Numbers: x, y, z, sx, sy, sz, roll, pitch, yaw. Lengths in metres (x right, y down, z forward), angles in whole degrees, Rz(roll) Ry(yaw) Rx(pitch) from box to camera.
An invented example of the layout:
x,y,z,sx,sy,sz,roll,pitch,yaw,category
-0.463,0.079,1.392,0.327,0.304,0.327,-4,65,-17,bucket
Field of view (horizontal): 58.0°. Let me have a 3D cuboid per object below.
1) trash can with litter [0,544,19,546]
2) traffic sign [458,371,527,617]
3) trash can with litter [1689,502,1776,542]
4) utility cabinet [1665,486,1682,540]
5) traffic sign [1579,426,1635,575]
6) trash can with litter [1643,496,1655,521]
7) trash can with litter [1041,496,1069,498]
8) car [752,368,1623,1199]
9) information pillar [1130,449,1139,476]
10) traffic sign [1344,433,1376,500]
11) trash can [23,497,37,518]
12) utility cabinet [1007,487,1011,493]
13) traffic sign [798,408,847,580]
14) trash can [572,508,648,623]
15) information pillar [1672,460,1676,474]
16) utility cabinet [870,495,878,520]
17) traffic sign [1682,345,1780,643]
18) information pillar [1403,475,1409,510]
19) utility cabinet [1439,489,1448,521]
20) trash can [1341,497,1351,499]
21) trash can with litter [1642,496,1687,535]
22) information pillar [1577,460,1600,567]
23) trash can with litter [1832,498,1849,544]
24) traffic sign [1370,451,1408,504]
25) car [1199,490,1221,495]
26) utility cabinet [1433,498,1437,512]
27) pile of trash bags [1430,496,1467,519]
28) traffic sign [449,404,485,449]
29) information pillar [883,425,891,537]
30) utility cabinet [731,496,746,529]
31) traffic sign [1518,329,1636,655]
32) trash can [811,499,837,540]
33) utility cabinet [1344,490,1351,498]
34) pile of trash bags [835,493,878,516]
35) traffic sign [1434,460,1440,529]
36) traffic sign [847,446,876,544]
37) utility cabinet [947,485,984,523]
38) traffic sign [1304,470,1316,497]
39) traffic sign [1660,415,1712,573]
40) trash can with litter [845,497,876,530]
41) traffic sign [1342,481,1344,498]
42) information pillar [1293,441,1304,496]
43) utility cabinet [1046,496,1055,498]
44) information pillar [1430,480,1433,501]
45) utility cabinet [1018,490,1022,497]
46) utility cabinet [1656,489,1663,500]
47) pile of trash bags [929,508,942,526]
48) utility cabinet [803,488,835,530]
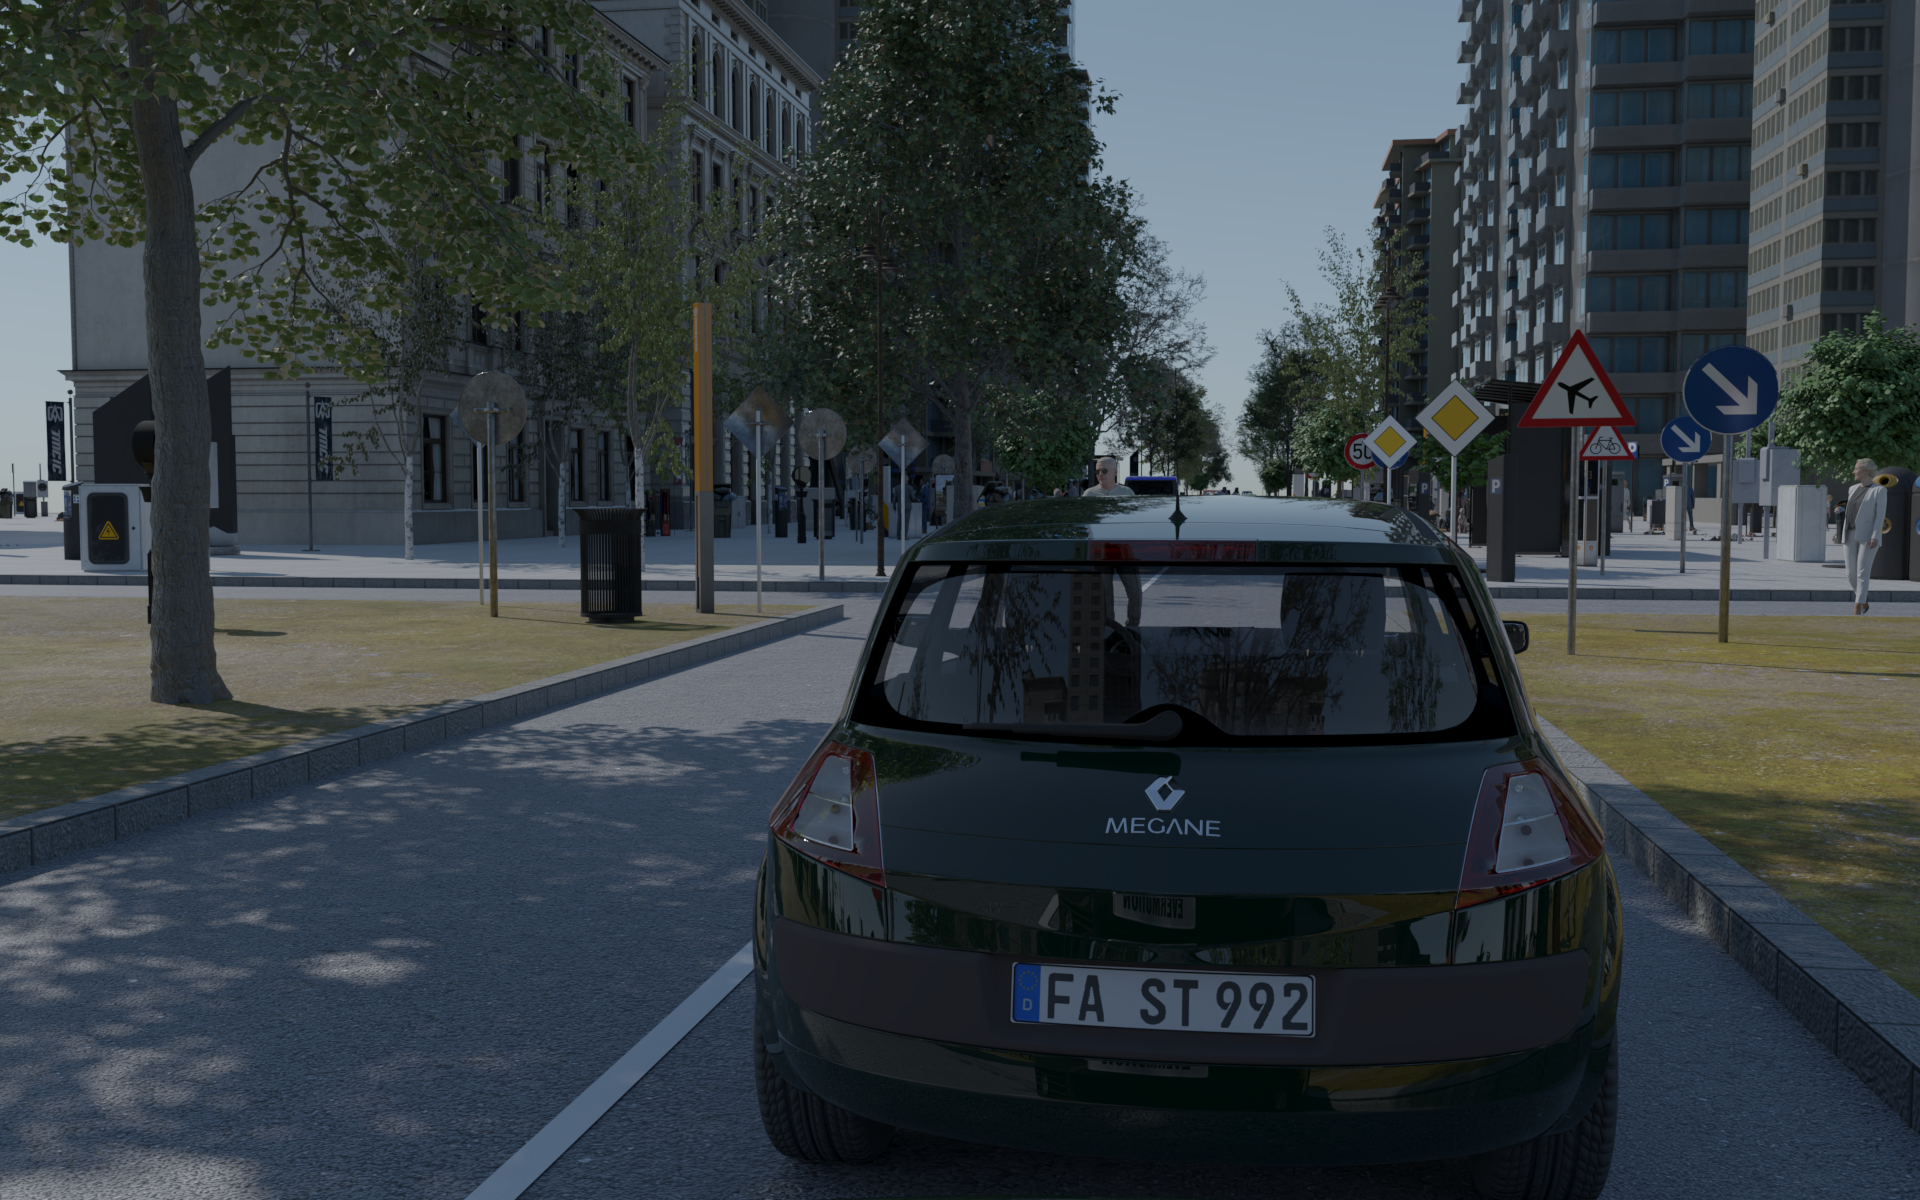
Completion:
x,y,z,sx,sy,sz,roll,pitch,yaw,category
-24.669,-1.952,42.975,2.233,1.210,1.678,2,4,26,trash can with litter
-4.866,-1.095,18.017,0.768,2.556,0.104,1,4,11,traffic sign
21.363,-2.245,47.764,1.678,1.210,2.233,3,5,40,trash can with litter
19.960,-2.422,48.271,0.318,1.500,1.173,1,4,11,utility cabinet
10.148,-1.669,27.286,0.884,2.594,0.081,1,4,19,traffic sign
32.381,-4.278,81.331,0.624,1.170,1.055,1,4,22,trash can with litter
4.122,-3.962,75.829,2.233,1.210,1.678,1,4,18,trash can with litter
0.677,0.294,4.984,2.009,1.686,4.222,1,4,9,car
8.980,-5.986,89.224,0.504,3.616,0.183,2,4,26,information pillar
8.390,-2.202,36.110,0.768,2.556,0.104,1,4,11,traffic sign
-49.521,-4.930,92.265,0.748,1.137,0.748,0,3,0,trash can
1.123,-2.740,53.481,0.318,1.500,1.173,2,4,32,utility cabinet
-2.053,-1.563,25.660,0.768,2.556,0.104,1,4,17,traffic sign
-3.498,-0.349,17.358,0.748,1.137,0.748,0,3,0,trash can
28.043,-4.692,68.073,0.183,3.616,0.504,2,4,29,information pillar
-3.893,-4.505,84.823,1.020,1.237,0.306,-2,4,-29,utility cabinet
6.599,-0.905,14.897,0.768,2.556,0.104,1,4,16,traffic sign
17.590,-3.901,68.281,0.304,2.012,0.304,3,4,36,information pillar
20.783,-4.017,74.349,0.318,1.500,1.173,1,4,12,utility cabinet
19.066,-4.537,85.835,0.748,1.137,0.748,0,3,0,trash can
22.415,-2.648,54.355,2.233,1.210,1.678,0,4,6,trash can with litter
11.073,-1.598,30.613,0.304,2.012,0.304,-1,4,-20,information pillar
22.623,-2.020,44.415,0.624,1.170,1.055,1,4,11,trash can with litter
8.854,-2.180,35.746,0.768,2.556,0.104,1,4,14,traffic sign
21.939,-8.679,150.574,2.281,1.827,5.304,1,4,10,car
26.781,-5.285,97.570,1.020,1.237,0.306,-1,4,-12,utility cabinet
21.766,-4.323,80.433,3.447,1.369,1.912,2,4,32,pile of trash bags
-5.540,-1.239,19.984,0.795,2.593,0.064,1,4,16,traffic sign
-2.242,-3.674,51.428,0.183,3.616,0.504,-3,5,-45,information pillar
-8.353,-3.212,63.684,0.306,1.237,1.020,3,5,43,utility cabinet
4.880,-0.841,13.758,0.884,2.594,0.081,1,4,15,traffic sign
-3.848,-2.288,49.056,0.748,1.137,0.748,0,3,0,trash can
20.099,-4.890,88.623,1.173,1.500,0.318,-2,4,-34,utility cabinet
-5.788,-5.470,99.187,3.447,1.369,1.912,2,4,29,pile of trash bags
15.927,-3.518,57.626,0.768,2.556,0.104,1,4,10,traffic sign
-2.520,-2.706,44.344,0.768,2.556,0.104,1,4,13,traffic sign
0.159,-2.215,44.896,0.318,1.500,1.173,-3,5,-42,utility cabinet
12.717,-3.796,62.175,0.768,2.556,0.104,1,4,17,traffic sign
11.748,-1.711,28.085,0.768,2.556,0.104,1,4,18,traffic sign
-3.530,-3.070,61.575,1.055,1.170,0.624,-3,5,-40,trash can with litter
15.396,-4.254,69.659,0.768,2.556,0.104,1,4,17,traffic sign
14.301,-5.000,73.107,0.504,3.616,0.183,-1,4,-10,information pillar
3.250,-3.155,62.750,0.306,1.237,1.020,0,4,8,utility cabinet
24.357,-5.228,89.972,0.304,2.012,0.304,2,4,34,information pillar
3.056,-4.379,80.283,0.318,1.500,1.173,-1,4,-22,utility cabinet
33.556,-4.525,82.665,0.318,1.500,1.173,3,5,43,utility cabinet
0.501,-3.730,70.733,3.447,1.369,1.912,-3,5,-42,pile of trash bags
-4.936,-3.154,60.246,1.173,1.500,0.318,0,4,-5,utility cabinet
